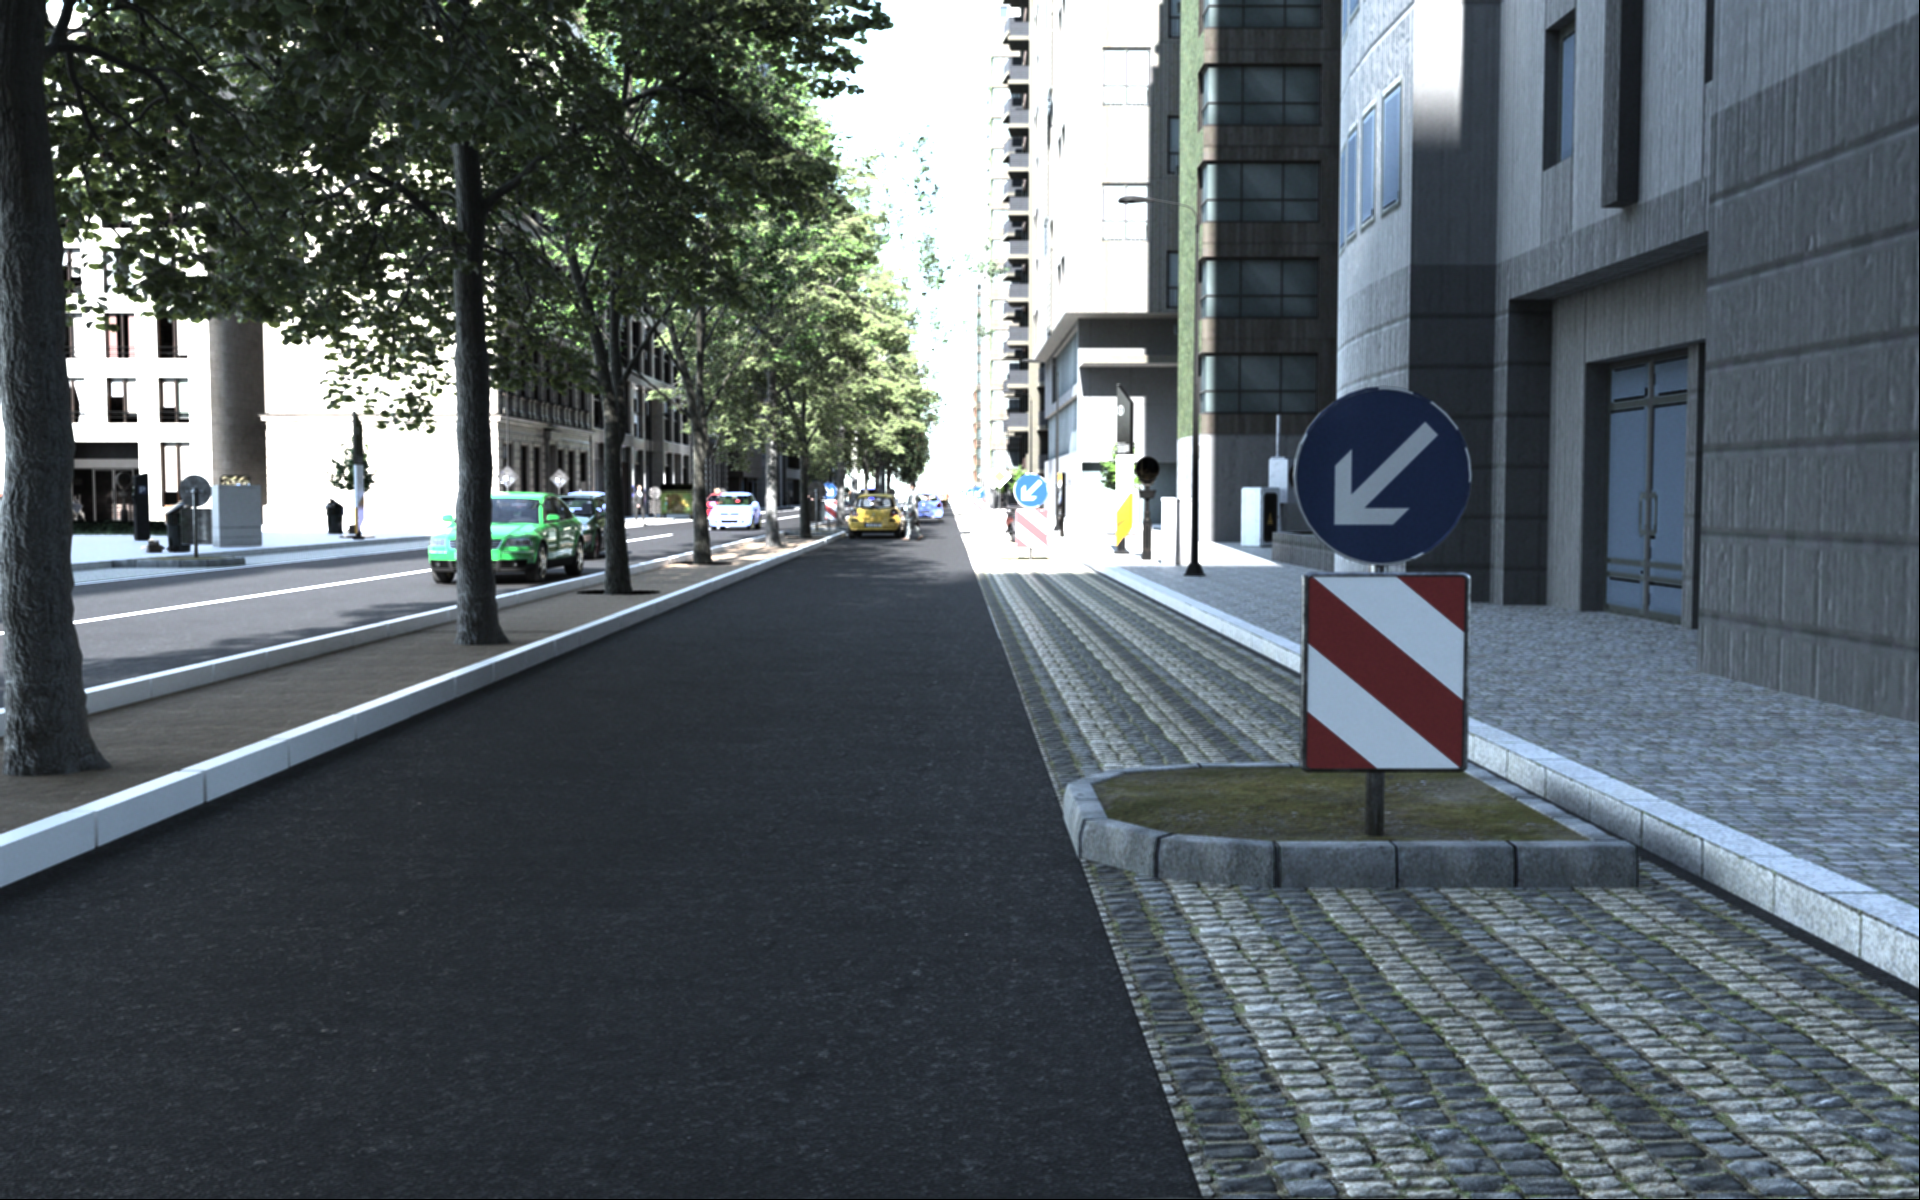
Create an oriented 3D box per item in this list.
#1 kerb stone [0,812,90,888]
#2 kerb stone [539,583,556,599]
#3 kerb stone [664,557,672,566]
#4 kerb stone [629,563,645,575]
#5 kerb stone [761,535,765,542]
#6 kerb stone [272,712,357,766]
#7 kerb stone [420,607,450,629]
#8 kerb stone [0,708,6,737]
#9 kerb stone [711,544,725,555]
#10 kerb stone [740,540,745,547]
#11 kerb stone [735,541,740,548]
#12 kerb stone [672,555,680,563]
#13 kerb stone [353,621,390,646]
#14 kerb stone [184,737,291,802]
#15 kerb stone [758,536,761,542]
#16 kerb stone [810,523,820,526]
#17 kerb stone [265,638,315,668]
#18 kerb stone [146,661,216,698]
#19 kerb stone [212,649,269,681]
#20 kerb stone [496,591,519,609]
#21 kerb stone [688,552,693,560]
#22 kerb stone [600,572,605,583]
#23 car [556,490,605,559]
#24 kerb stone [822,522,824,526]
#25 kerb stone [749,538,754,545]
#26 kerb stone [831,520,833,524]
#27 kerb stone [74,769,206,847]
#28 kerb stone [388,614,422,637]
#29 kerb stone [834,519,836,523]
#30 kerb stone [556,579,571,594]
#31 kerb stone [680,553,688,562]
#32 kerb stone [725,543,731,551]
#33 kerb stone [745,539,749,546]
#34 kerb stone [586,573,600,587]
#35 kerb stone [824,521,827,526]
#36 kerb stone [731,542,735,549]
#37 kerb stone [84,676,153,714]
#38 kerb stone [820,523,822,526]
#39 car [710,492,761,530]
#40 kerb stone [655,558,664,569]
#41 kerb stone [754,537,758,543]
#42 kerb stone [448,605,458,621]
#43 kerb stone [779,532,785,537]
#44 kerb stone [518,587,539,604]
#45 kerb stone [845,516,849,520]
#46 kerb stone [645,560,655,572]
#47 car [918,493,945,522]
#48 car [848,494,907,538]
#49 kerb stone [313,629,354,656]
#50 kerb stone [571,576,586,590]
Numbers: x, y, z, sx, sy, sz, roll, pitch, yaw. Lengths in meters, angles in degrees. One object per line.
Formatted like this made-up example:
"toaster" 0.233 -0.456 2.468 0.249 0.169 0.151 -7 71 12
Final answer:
"kerb stone" -3.555 0.960 6.501 0.120 0.150 1.000 0 4 0
"kerb stone" -5.783 -0.104 23.888 0.120 0.150 1.000 0 4 0
"kerb stone" -5.868 -0.730 34.128 0.120 0.150 1.000 0 4 0
"kerb stone" -5.841 -0.538 31.062 0.120 0.150 1.000 0 4 0
"kerb stone" -5.991 -1.793 51.569 0.120 0.150 1.000 0 4 0
"kerb stone" -3.580 0.772 9.580 0.120 0.150 1.000 0 4 0
"kerb stone" -5.751 0.215 18.741 0.120 0.150 1.000 0 4 0
"kerb stone" -5.681 0.716 10.525 0.120 0.150 1.000 0 4 0
"kerb stone" -5.929 -1.231 42.324 0.120 0.150 1.000 0 4 0
"kerb stone" -5.953 -1.480 46.429 0.120 0.150 1.000 0 4 0
"kerb stone" -5.945 -1.417 45.407 0.120 0.150 1.000 0 4 0
"kerb stone" -5.865 -0.789 35.151 0.120 0.150 1.000 0 4 0
"kerb stone" -5.736 0.340 16.677 0.120 0.150 1.000 0 4 0
"kerb stone" -3.568 0.834 8.552 0.120 0.150 1.000 0 4 0
"kerb stone" -5.988 -1.734 50.542 0.120 0.150 1.000 0 4 0
"kerb stone" -6.157 -3.145 73.624 0.120 0.150 1.000 0 4 0
"kerb stone" -5.713 0.463 14.632 0.120 0.150 1.000 0 4 0
"kerb stone" -5.699 0.588 12.582 0.120 0.150 1.000 0 4 0
"kerb stone" -5.707 0.525 13.610 0.120 0.150 1.000 0 4 0
"kerb stone" -5.773 0.022 21.839 0.120 0.150 1.000 0 4 0
"kerb stone" -5.882 -0.918 37.197 0.120 0.150 1.000 0 4 0
"kerb stone" -5.817 -0.354 27.983 0.120 0.150 1.000 0 4 0
"car" -8.843 -1.797 39.175 2.009 1.686 4.222 0 4 -2
"kerb stone" -6.168 -3.271 75.671 0.120 0.150 1.000 0 4 0
"kerb stone" -5.967 -1.608 48.483 0.120 0.150 1.000 0 4 0
"kerb stone" -6.214 -3.642 81.848 0.120 0.150 1.000 0 4 0
"kerb stone" -3.565 0.900 7.530 0.120 0.150 1.000 0 4 0
"kerb stone" -5.734 0.275 17.705 0.120 0.150 1.000 0 4 0
"kerb stone" -6.228 -3.767 83.900 0.120 0.150 1.000 0 4 0
"kerb stone" -5.798 -0.166 24.911 0.120 0.150 1.000 0 4 0
"kerb stone" -5.874 -0.855 36.175 0.120 0.150 1.000 0 4 0
"kerb stone" -5.928 -1.286 43.349 0.120 0.150 1.000 0 4 0
"kerb stone" -5.967 -1.545 47.456 0.120 0.150 1.000 0 4 0
"kerb stone" -5.805 -0.291 26.955 0.120 0.150 1.000 0 4 0
"kerb stone" -6.185 -3.397 77.729 0.120 0.150 1.000 0 4 0
"kerb stone" -5.941 -1.356 44.371 0.120 0.150 1.000 0 4 0
"kerb stone" -5.693 0.651 11.558 0.120 0.150 1.000 0 4 0
"kerb stone" -6.164 -3.208 74.649 0.120 0.150 1.000 0 4 0
"car" -9.010 -3.667 69.553 1.945 1.707 3.694 0 4 0
"kerb stone" -5.853 -0.667 33.106 0.120 0.150 1.000 0 4 0
"kerb stone" -5.976 -1.671 49.510 0.120 0.150 1.000 0 4 0
"kerb stone" -5.754 0.149 19.780 0.120 0.150 1.000 0 4 0
"kerb stone" -6.045 -2.236 58.752 0.120 0.150 1.000 0 4 0
"kerb stone" -5.776 -0.041 22.865 0.120 0.150 1.000 0 4 0
"kerb stone" -6.339 -4.714 99.267 0.120 0.150 1.000 0 4 0
"kerb stone" -5.840 -0.605 32.084 0.120 0.150 1.000 0 4 0
"car" -1.738 -4.872 89.250 1.945 1.707 3.694 0 4 -1
"car" -2.727 -2.890 57.480 2.015 1.641 3.980 0 4 1
"kerb stone" -5.729 0.402 15.654 0.120 0.150 1.000 0 4 0
"kerb stone" -5.805 -0.229 25.933 0.120 0.150 1.000 0 4 0
